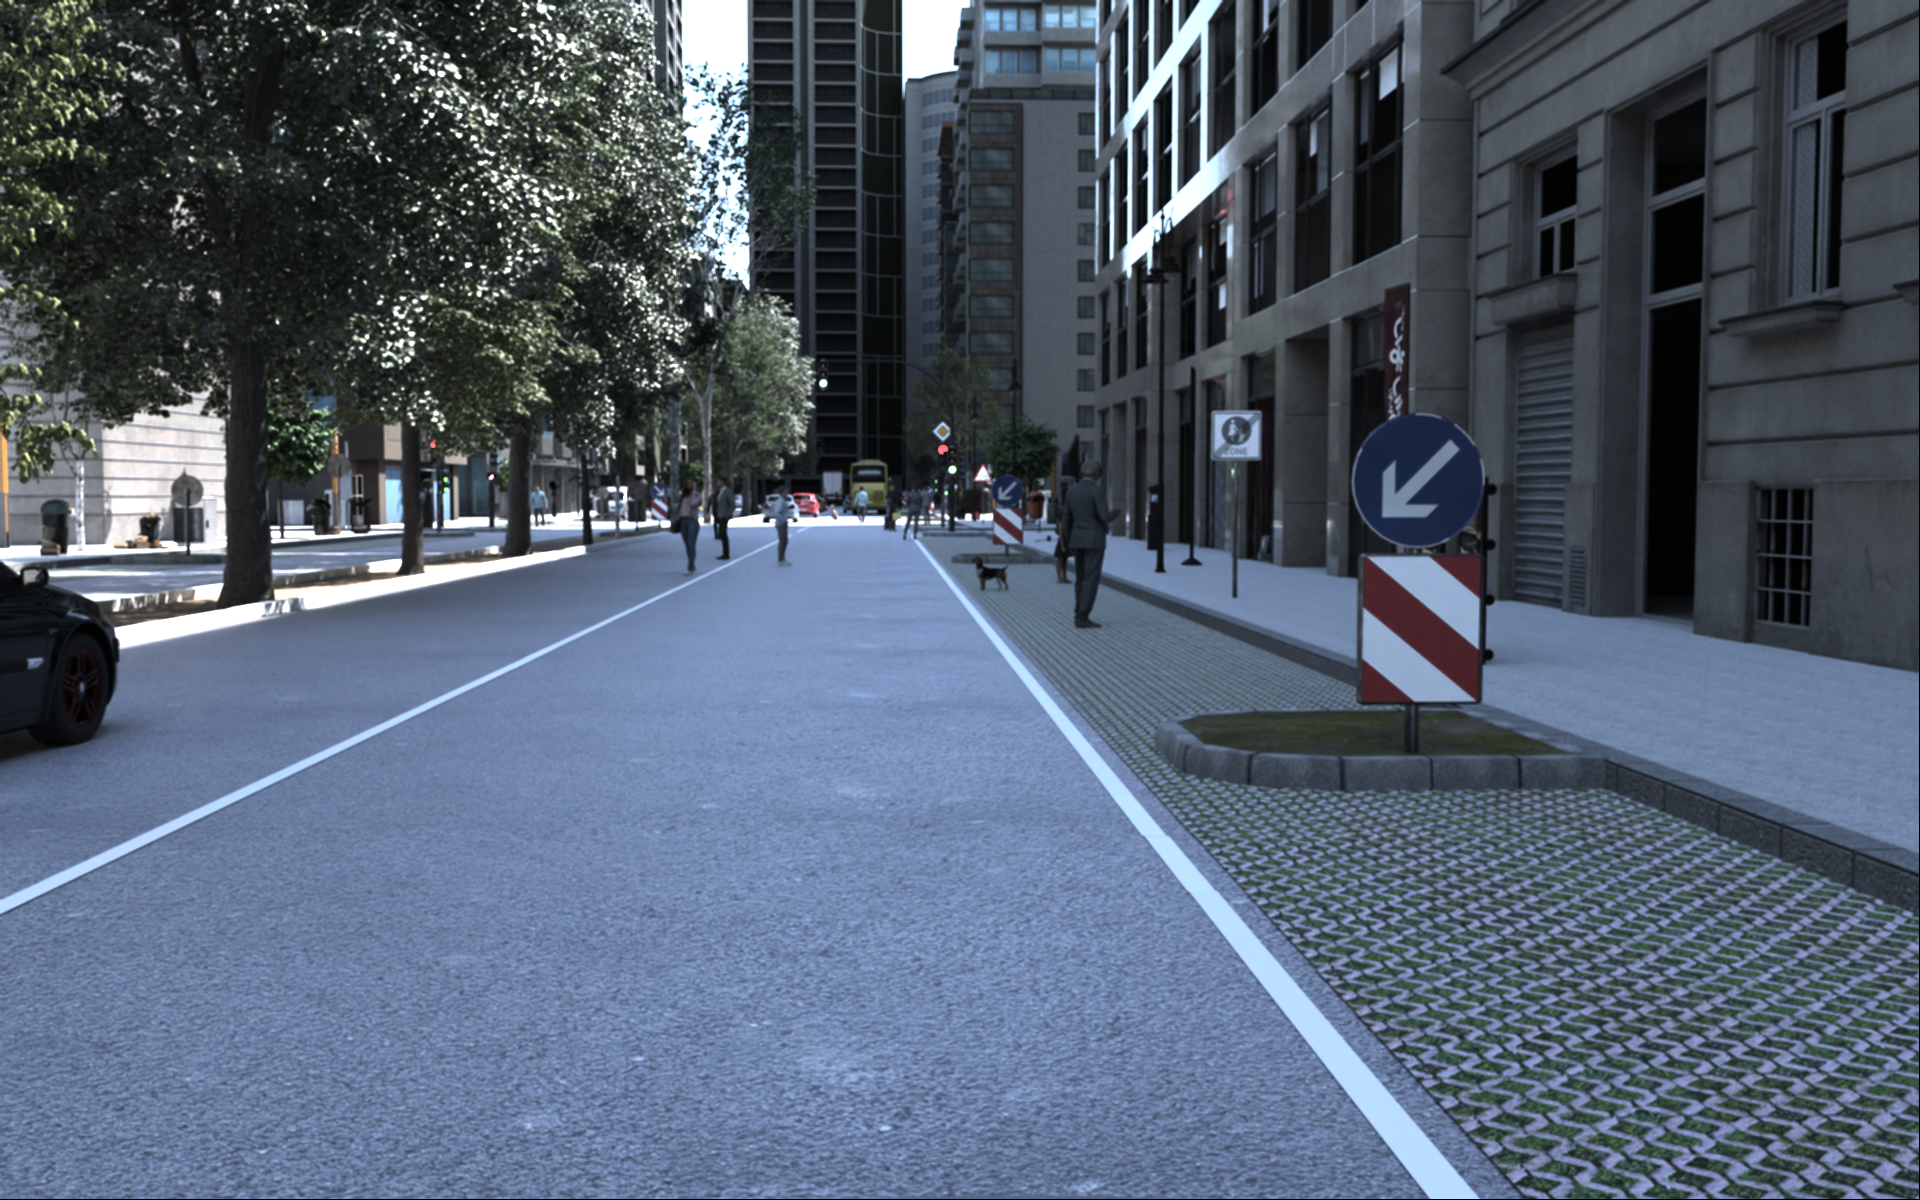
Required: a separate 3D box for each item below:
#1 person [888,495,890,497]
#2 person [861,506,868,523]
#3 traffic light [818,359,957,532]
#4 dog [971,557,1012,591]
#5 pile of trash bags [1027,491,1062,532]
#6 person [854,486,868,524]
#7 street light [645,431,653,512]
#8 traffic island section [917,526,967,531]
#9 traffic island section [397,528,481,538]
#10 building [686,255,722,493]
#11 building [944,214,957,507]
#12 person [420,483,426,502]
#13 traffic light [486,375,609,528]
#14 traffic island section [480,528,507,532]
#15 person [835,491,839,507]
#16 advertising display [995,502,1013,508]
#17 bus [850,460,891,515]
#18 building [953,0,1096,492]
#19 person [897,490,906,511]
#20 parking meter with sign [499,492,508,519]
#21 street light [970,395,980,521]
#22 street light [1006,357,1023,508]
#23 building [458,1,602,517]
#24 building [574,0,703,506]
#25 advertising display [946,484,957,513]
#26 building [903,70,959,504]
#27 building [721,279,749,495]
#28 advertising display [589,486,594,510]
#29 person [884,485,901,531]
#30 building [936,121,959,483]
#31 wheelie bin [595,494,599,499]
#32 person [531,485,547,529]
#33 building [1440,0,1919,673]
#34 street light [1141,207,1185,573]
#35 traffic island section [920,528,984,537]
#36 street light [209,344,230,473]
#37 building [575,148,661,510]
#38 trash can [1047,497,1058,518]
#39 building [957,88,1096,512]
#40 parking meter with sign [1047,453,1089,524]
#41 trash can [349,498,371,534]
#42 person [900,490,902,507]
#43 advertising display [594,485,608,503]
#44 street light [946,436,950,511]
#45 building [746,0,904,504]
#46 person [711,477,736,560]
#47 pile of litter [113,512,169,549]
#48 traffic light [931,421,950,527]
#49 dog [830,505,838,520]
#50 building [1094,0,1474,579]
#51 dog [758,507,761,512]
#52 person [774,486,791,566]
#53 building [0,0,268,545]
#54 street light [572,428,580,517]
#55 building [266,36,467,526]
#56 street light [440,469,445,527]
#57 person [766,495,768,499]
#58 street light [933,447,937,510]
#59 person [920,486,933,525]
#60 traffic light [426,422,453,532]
[{"bbox_3d":[-7.683,-10.404,178.693,1.348,1.812,0.705,-2,4,-29],"label":"person"},{"bbox_3d":[-4.802,-4.507,86.864,0.373,1.253,0.362,0,4,-4],"label":"person"},{"bbox_3d":[-2.388,-5.139,58.683,4.771,5.953,1.251,0,4,-3],"label":"traffic light"},{"bbox_3d":[0.465,-0.387,25.621,0.540,0.507,0.406,-1,4,-13],"label":"dog"},{"bbox_3d":[3.859,-3.001,58.818,3.447,1.369,1.912,-2,4,-24],"label":"pile of trash bags"},{"bbox_3d":[-4.743,-4.570,83.231,0.660,1.820,0.620,-2,4,-25],"label":"person"},{"bbox_3d":[-22.783,-9.442,127.165,0.468,5.910,1.993,0,4,-3],"label":"street light"},{"bbox_3d":[-0.640,-2.736,67.015,2.009,0.180,2.903,0,4,-3],"label":"traffic island section"},{"bbox_3d":[-17.535,-2.199,58.229,2.009,0.180,2.903,0,4,-3],"label":"traffic island section"},{"bbox_3d":[-36.743,-26.663,207.644,14.107,30.474,14.160,0,4,-3],"label":"building"},{"bbox_3d":[5.283,-25.013,180.656,14.160,30.474,14.107,0,4,-3],"label":"building"},{"bbox_3d":[-17.517,-2.870,55.697,0.793,1.790,0.793,3,5,40],"label":"person"},{"bbox_3d":[-15.787,-5.599,66.206,4.771,5.953,1.251,0,4,-3],"label":"traffic light"},{"bbox_3d":[-17.912,-2.687,66.205,2.009,0.180,2.903,0,4,-3],"label":"traffic island section"},{"bbox_3d":[-13.846,-11.397,195.531,0.721,1.739,1.217,1,4,9],"label":"person"},{"bbox_3d":[2.237,-5.043,87.674,0.974,1.923,0.123,0,4,3],"label":"advertising display"},{"bbox_3d":[-6.385,-8.045,123.074,2.896,3.916,12.252,0,4,-2],"label":"bus"},{"bbox_3d":[10.795,-32.934,158.084,23.786,49.044,30.456,0,4,-3],"label":"building"},{"bbox_3d":[-5.287,-8.558,148.553,1.348,1.807,0.705,1,4,15],"label":"person"},{"bbox_3d":[-23.319,-5.676,89.060,1.738,3.016,0.543,-3,5,-41],"label":"parking meter with sign"},{"bbox_3d":[0.688,-6.623,81.074,0.468,5.910,1.993,0,4,-3],"label":"street light"},{"bbox_3d":[1.837,-5.252,58.659,0.468,5.910,1.993,0,4,-3],"label":"street light"},{"bbox_3d":[-35.472,-29.733,105.739,23.786,49.044,30.456,0,4,-3],"label":"building"},{"bbox_3d":[-38.003,-45.681,185.144,20.563,71.187,20.611,0,4,-3],"label":"building"},{"bbox_3d":[-0.546,-6.718,115.060,0.974,1.923,0.123,-3,5,-39],"label":"advertising display"},{"bbox_3d":[6.494,-42.531,237.382,28.212,58.520,21.231,0,4,-3],"label":"building"},{"bbox_3d":[-35.537,-28.208,232.899,14.107,30.474,14.160,0,4,-3],"label":"building"},{"bbox_3d":[-28.971,-8.017,136.283,0.123,1.923,0.974,3,5,43],"label":"advertising display"},{"bbox_3d":[-2.619,-3.592,67.440,0.699,1.804,1.509,0,4,-1],"label":"person"},{"bbox_3d":[8.465,-33.469,201.841,22.147,44.769,28.867,0,4,-3],"label":"building"},{"bbox_3d":[-21.590,-5.921,104.708,0.980,1.594,0.693,0,4,0],"label":"wheelie bin"},{"bbox_3d":[-17.422,-3.868,71.757,0.660,1.820,0.620,0,4,-7],"label":"person"},{"bbox_3d":[14.337,-10.661,7.587,16.112,22.955,30.059,0,4,-3],"label":"building"},{"bbox_3d":[3.283,-3.390,28.220,0.468,5.910,1.993,0,4,-3],"label":"street light"},{"bbox_3d":[-0.262,-2.248,59.039,2.009,0.180,2.903,0,4,-3],"label":"traffic island section"},{"bbox_3d":[-18.999,-4.410,44.894,0.468,5.910,1.993,0,4,-3],"label":"street light"},{"bbox_3d":[-33.462,-22.988,147.550,14.160,30.474,14.107,0,4,-3],"label":"building"},{"bbox_3d":[4.477,-4.308,82.094,0.748,1.137,0.748,0,3,0],"label":"trash can"},{"bbox_3d":[7.348,-21.750,127.314,14.160,30.474,14.107,0,4,-3],"label":"building"},{"bbox_3d":[4.592,-4.771,74.260,1.738,3.016,0.543,1,4,23],"label":"parking meter with sign"},{"bbox_3d":[-19.314,-2.700,55.806,0.748,1.137,0.748,0,3,0],"label":"trash can"},{"bbox_3d":[-6.250,-10.636,182.489,1.350,1.814,0.705,-1,4,-14],"label":"person"},{"bbox_3d":[-26.552,-7.543,128.544,0.974,1.923,0.123,2,4,24],"label":"advertising display"},{"bbox_3d":[-0.716,-8.468,111.239,0.468,5.910,1.993,0,4,-3],"label":"street light"},{"bbox_3d":[-17.962,-48.816,236.385,20.611,71.187,20.563,0,4,-3],"label":"building"},{"bbox_3d":[-5.208,-1.796,38.038,0.473,1.802,0.592,-1,4,-23],"label":"person"},{"bbox_3d":[-19.242,-1.632,40.645,1.176,0.858,1.719,-2,4,-34],"label":"pile of litter"},{"bbox_3d":[-0.681,-4.769,66.899,0.839,4.253,0.868,0,4,-3],"label":"traffic light"},{"bbox_3d":[-6.817,-4.807,95.434,0.800,0.831,0.513,-1,4,-21],"label":"dog"},{"bbox_3d":[14.785,-14.377,39.582,19.350,26.468,34.151,0,4,-3],"label":"building"},{"bbox_3d":[-14.758,-6.667,128.296,0.406,0.507,0.540,1,4,10],"label":"dog"},{"bbox_3d":[-3.567,-1.499,34.813,0.330,1.601,0.589,1,4,9],"label":"person"},{"bbox_3d":[-33.317,-12.625,48.212,24.055,21.916,13.314,0,4,-3],"label":"building"},{"bbox_3d":[-21.295,-7.565,96.481,0.468,5.910,1.993,0,4,-3],"label":"street light"},{"bbox_3d":[-30.561,-26.033,75.745,14.600,45.320,14.200,0,4,-3],"label":"building"},{"bbox_3d":[-19.955,-5.738,66.600,0.468,5.910,1.993,0,4,-3],"label":"street light"},{"bbox_3d":[-18.209,-9.299,163.770,0.697,1.427,0.421,1,4,8],"label":"person"},{"bbox_3d":[-2.085,-10.304,141.257,0.468,5.910,1.993,0,4,-3],"label":"street light"},{"bbox_3d":[-1.575,-4.378,80.183,0.635,1.810,0.391,-3,5,-39],"label":"person"},{"bbox_3d":[-17.494,-4.231,58.096,0.839,4.253,0.868,0,4,-3],"label":"traffic light"}]
